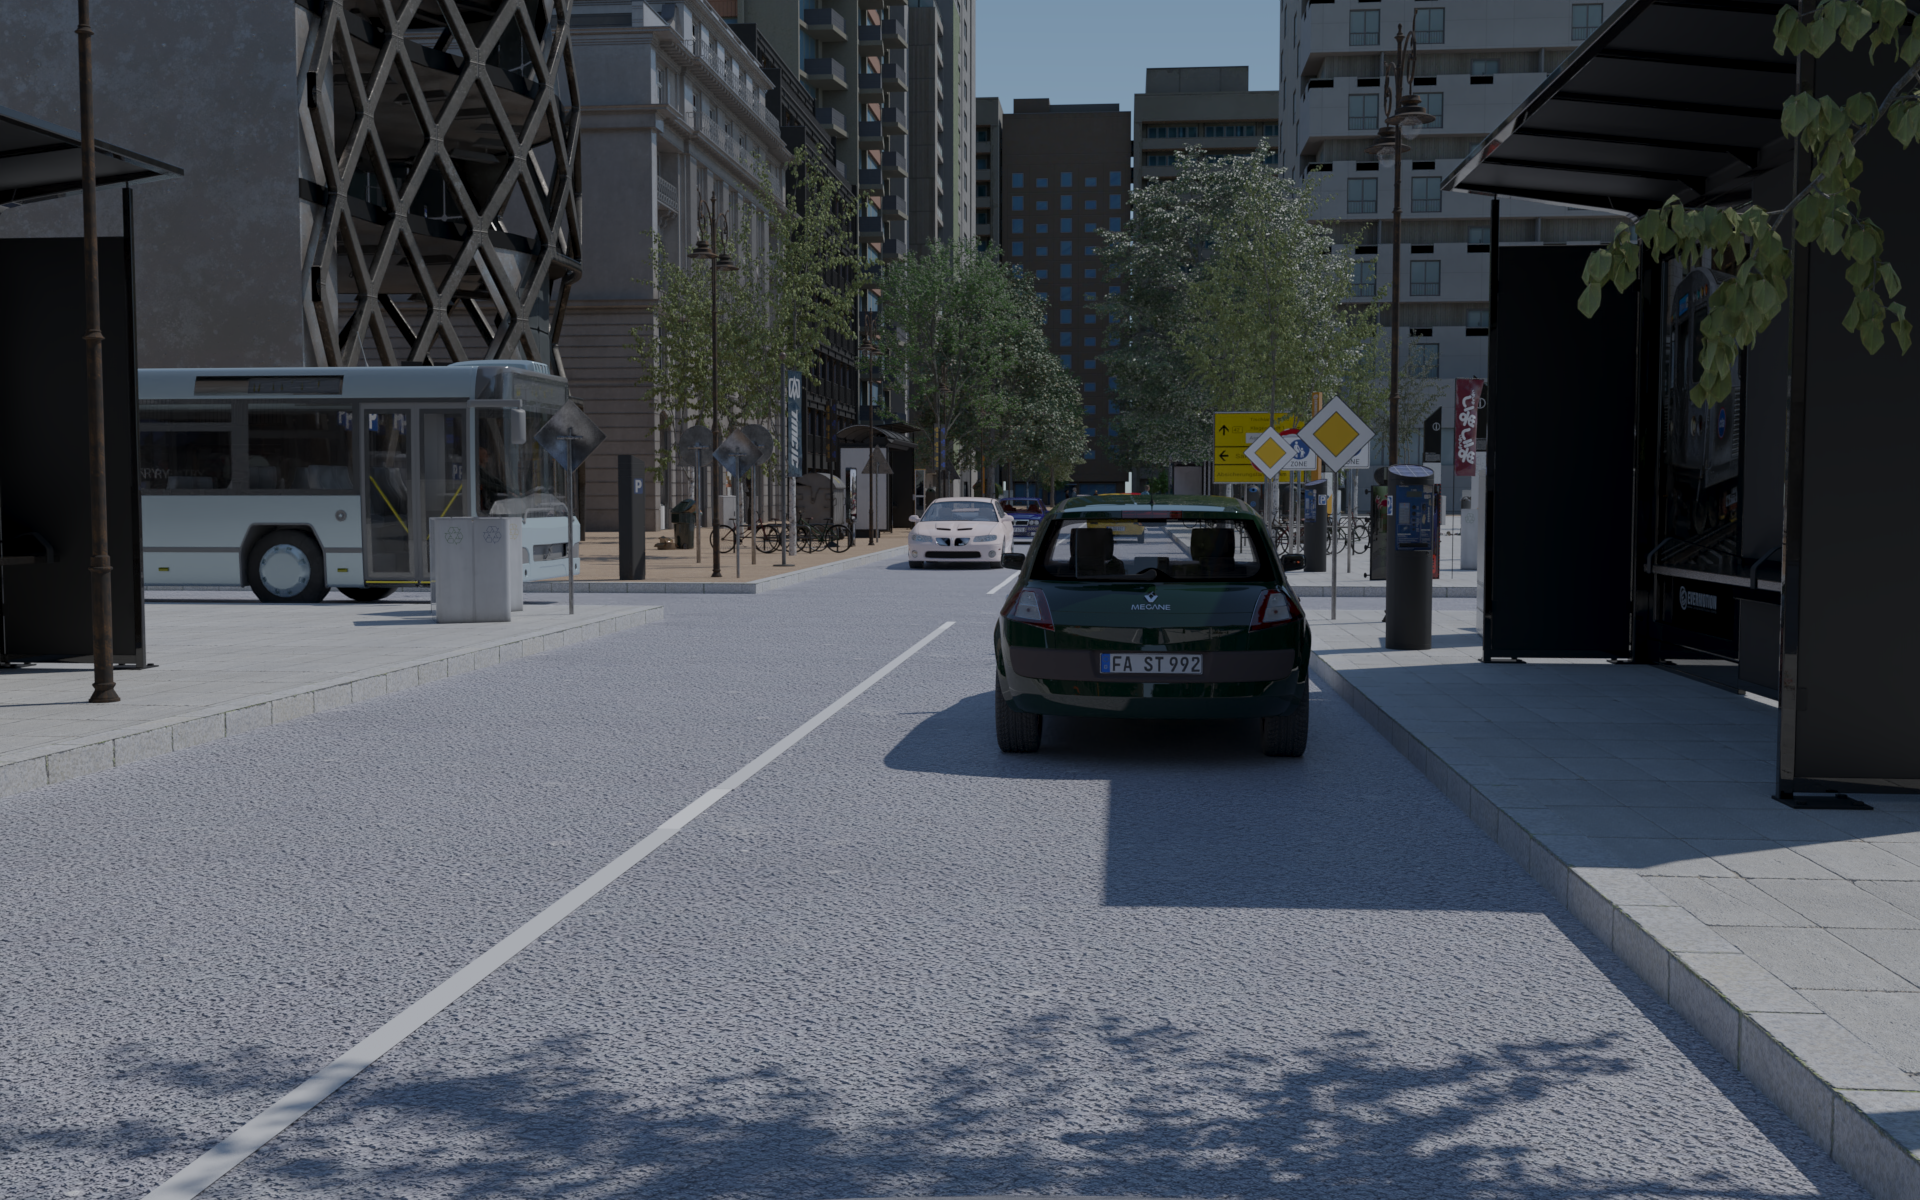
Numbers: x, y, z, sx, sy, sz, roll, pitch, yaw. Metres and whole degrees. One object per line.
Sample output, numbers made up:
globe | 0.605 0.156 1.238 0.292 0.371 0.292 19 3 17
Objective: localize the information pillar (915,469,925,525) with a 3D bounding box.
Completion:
information pillar | -1.178 -2.850 51.090 0.304 2.012 0.304 0 4 1

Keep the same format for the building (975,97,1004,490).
building | -5.201 -35.479 203.776 21.600 48.544 21.300 0 4 5

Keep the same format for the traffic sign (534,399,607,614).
traffic sign | -4.141 -0.903 18.414 0.795 2.450 0.064 0 4 5

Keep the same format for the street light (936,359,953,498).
street light | -0.535 -5.312 59.635 0.468 5.910 1.993 0 4 5

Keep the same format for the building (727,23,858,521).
building | -12.658 -15.937 90.251 12.332 23.373 15.834 0 4 5

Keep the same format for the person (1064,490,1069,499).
person | 7.290 -6.559 116.563 0.721 1.723 1.217 1 4 8

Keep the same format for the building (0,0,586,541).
building | -18.459 -10.763 43.427 16.820 18.784 16.811 0 4 5

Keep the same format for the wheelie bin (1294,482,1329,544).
wheelie bin | 9.086 -2.258 44.826 0.980 1.594 0.693 2 4 35

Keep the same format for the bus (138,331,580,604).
bus | -10.877 -1.688 22.462 13.247 3.499 2.948 0 4 6

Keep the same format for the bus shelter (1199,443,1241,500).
bus shelter | 11.113 -5.787 72.243 2.179 5.291 8.768 0 4 5

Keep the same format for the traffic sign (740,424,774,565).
traffic sign | -3.755 -1.917 31.455 0.768 2.556 0.104 1 4 15

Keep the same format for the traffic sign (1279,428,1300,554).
traffic sign | 6.435 -2.049 33.611 0.768 2.556 0.104 0 4 7

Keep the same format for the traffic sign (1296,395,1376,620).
traffic sign | 3.815 -0.856 17.636 0.795 2.450 0.064 0 4 5

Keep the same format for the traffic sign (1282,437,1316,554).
traffic sign | 5.914 -1.720 30.258 0.606 2.300 0.079 1 4 12

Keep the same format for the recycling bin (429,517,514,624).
recycling bin | -4.961 -0.305 17.545 0.722 1.027 0.722 -1 4 -21

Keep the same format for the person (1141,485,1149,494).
person | 7.357 -3.673 68.897 0.444 1.785 0.601 -2 4 -31

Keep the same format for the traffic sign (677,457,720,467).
traffic sign | -5.082 -2.055 33.609 0.884 2.594 0.081 1 4 14

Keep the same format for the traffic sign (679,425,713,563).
traffic sign | -4.868 -1.961 32.174 0.768 2.556 0.104 1 4 11

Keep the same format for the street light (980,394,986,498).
street light | 0.973 -6.365 76.850 0.468 5.910 1.993 0 4 5

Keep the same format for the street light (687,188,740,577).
street light | -3.759 -3.289 26.571 0.468 5.910 1.993 0 4 5

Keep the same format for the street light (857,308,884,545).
street light | -2.217 -4.301 43.109 0.468 5.910 1.993 0 4 5

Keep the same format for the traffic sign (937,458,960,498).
traffic sign | -0.412 -3.858 63.076 0.884 2.594 0.081 1 4 14

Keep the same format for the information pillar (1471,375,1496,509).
information pillar | 10.272 -2.607 33.976 0.504 3.616 0.183 1 4 22

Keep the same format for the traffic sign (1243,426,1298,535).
traffic sign | 4.574 -1.342 25.586 0.795 2.450 0.064 0 4 5

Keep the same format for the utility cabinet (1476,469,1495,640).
utility cabinet | 4.788 -0.406 15.320 0.318 1.500 1.173 1 4 12

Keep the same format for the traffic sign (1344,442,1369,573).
traffic sign | 6.325 -1.589 28.110 0.606 2.300 0.079 0 4 6

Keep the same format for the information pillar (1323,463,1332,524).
information pillar | 14.204 -4.622 66.918 0.504 3.616 0.183 -3 5 -42

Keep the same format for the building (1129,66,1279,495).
building | 30.503 -35.260 200.196 21.600 48.544 21.300 0 4 5

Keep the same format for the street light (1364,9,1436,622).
street light | 4.320 -2.715 17.186 0.468 5.910 1.993 0 4 5

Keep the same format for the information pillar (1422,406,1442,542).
information pillar | 12.535 -3.340 45.963 0.504 3.616 0.183 -1 4 -10

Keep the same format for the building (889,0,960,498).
building | -7.672 -27.836 138.705 14.154 41.232 14.086 0 4 5

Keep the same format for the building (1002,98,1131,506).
building | 12.404 -33.575 199.062 14.200 45.320 14.600 0 4 5

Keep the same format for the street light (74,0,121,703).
street light | -5.288 -2.308 10.526 0.468 5.910 1.993 0 4 5

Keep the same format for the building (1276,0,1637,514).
building | 37.235 -32.629 122.718 28.713 52.752 27.495 0 4 5

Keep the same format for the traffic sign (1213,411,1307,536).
traffic sign | 7.350 -2.978 42.561 2.265 3.308 0.079 1 4 13

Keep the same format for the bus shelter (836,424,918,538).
bus shelter | -2.616 -3.612 52.986 2.014 3.302 5.546 0 4 6

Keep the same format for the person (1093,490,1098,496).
person | 12.182 -8.906 154.638 1.217 1.766 0.721 2 4 24

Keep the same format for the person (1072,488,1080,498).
person | 6.654 -5.546 99.349 0.590 1.801 0.661 1 4 11

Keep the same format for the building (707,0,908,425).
building | -15.398 -28.272 116.868 22.147 44.769 28.867 0 4 5

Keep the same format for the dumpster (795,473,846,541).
dumpster | -3.886 -2.570 47.785 1.264 1.857 1.865 0 4 5

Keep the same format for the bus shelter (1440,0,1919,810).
bus shelter | 4.195 -1.148 10.053 1.731 3.624 6.357 0 4 5

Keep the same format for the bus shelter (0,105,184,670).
bus shelter | -6.753 -1.123 9.650 1.731 3.624 6.357 0 4 5

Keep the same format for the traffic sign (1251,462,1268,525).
traffic sign | 7.440 -2.569 42.115 0.768 2.556 0.104 1 4 14

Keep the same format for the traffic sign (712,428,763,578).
traffic sign | -3.383 -1.390 26.363 0.795 2.450 0.064 0 4 5

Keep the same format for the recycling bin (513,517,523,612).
recycling bin | -5.264 -0.386 18.858 0.722 1.027 0.722 2 4 28

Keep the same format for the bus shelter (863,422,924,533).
bus shelter | -2.426 -4.174 59.527 1.731 3.624 6.357 0 4 5

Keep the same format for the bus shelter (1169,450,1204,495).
bus shelter | 10.909 -5.375 81.811 2.014 3.302 5.546 0 4 6

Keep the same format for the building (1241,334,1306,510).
building | 39.118 -18.760 151.764 27.650 21.520 28.899 0 4 5

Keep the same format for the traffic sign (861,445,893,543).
traffic sign | -2.186 -2.791 45.638 0.884 2.594 0.081 1 4 15

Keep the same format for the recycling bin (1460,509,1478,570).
recycling bin | 8.963 -1.028 29.363 0.722 1.027 0.722 3 5 40

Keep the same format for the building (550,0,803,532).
building | -15.086 -13.971 70.231 13.314 21.916 24.055 0 4 5

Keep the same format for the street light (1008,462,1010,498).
street light | 2.650 -7.375 93.376 0.468 5.910 1.993 0 4 5

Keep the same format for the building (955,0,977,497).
building | -9.524 -44.076 158.888 20.611 71.187 20.563 0 4 5
